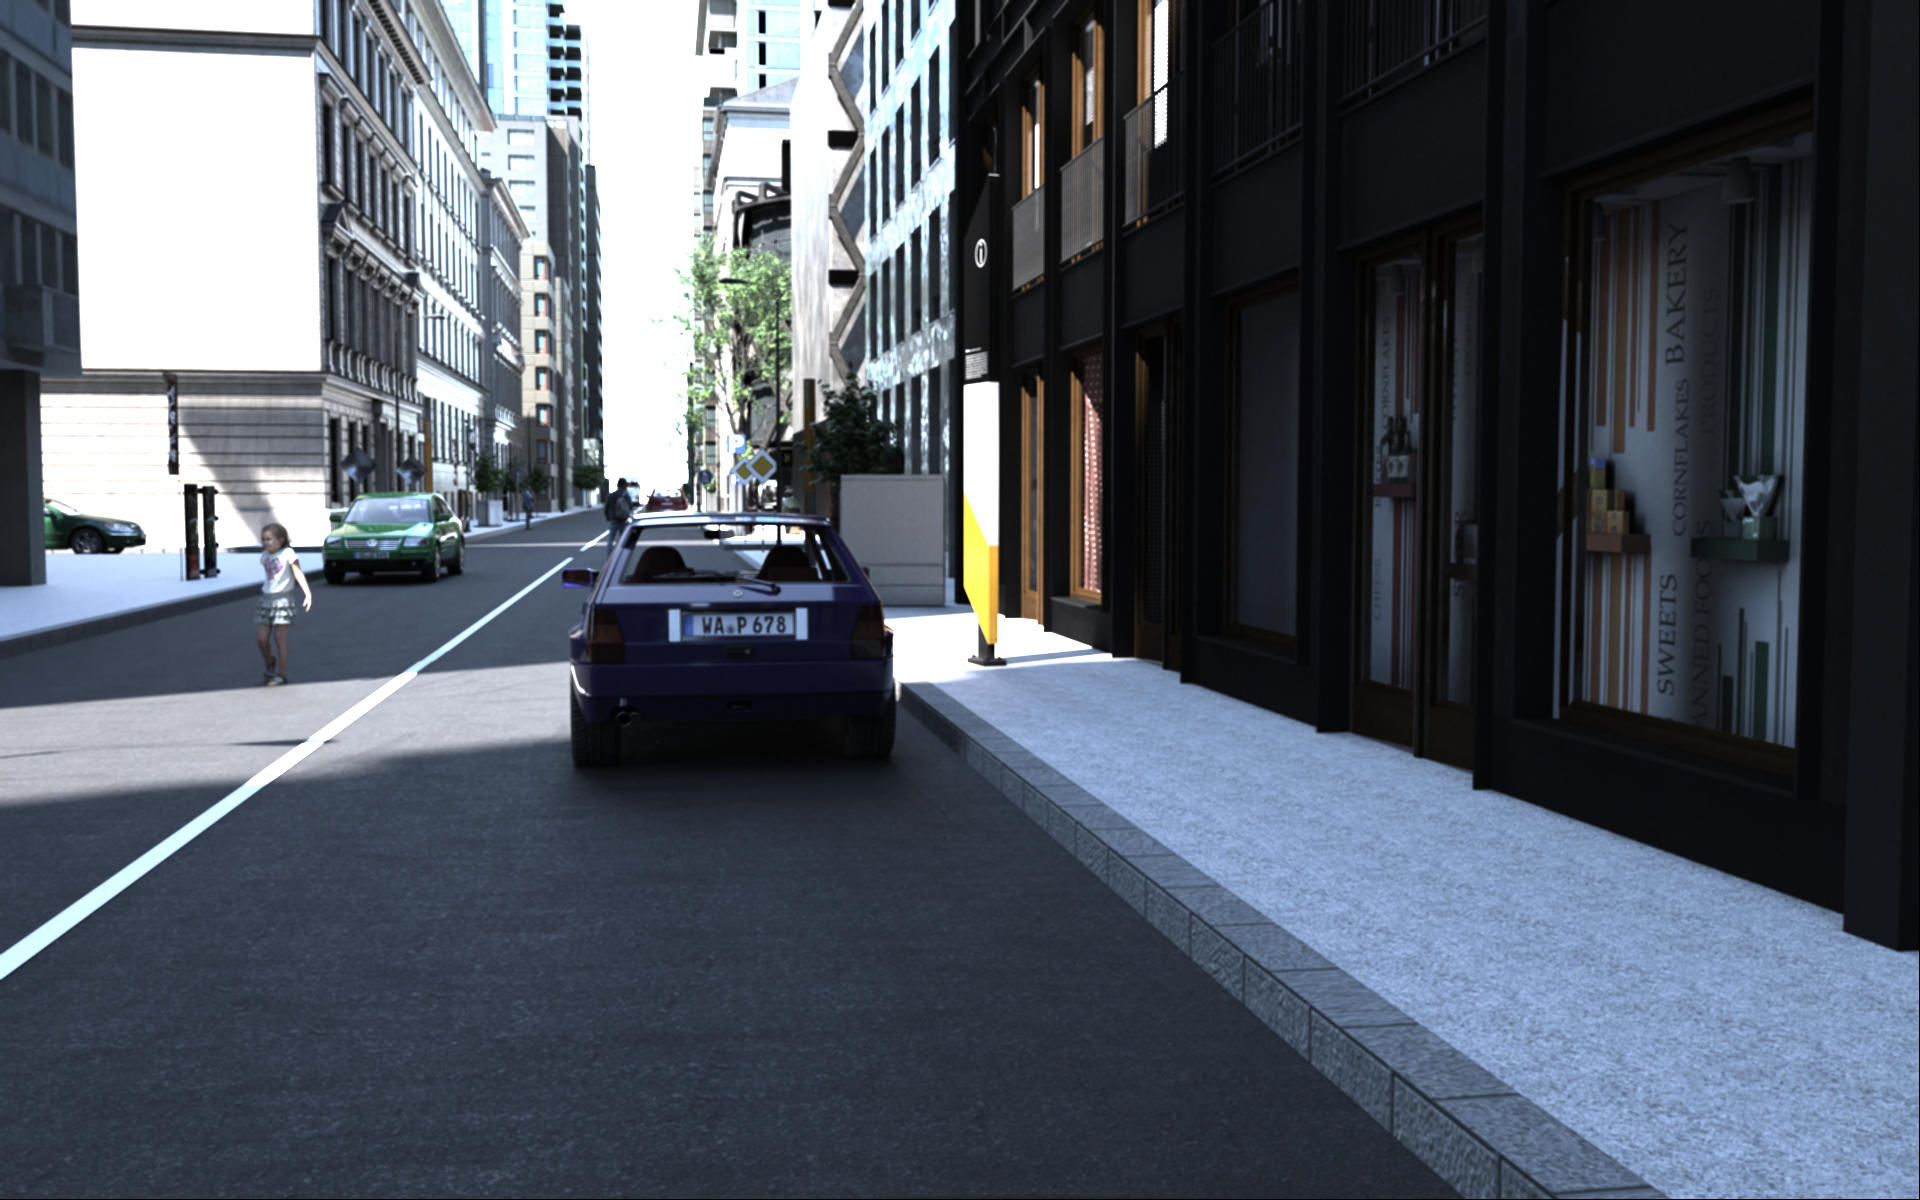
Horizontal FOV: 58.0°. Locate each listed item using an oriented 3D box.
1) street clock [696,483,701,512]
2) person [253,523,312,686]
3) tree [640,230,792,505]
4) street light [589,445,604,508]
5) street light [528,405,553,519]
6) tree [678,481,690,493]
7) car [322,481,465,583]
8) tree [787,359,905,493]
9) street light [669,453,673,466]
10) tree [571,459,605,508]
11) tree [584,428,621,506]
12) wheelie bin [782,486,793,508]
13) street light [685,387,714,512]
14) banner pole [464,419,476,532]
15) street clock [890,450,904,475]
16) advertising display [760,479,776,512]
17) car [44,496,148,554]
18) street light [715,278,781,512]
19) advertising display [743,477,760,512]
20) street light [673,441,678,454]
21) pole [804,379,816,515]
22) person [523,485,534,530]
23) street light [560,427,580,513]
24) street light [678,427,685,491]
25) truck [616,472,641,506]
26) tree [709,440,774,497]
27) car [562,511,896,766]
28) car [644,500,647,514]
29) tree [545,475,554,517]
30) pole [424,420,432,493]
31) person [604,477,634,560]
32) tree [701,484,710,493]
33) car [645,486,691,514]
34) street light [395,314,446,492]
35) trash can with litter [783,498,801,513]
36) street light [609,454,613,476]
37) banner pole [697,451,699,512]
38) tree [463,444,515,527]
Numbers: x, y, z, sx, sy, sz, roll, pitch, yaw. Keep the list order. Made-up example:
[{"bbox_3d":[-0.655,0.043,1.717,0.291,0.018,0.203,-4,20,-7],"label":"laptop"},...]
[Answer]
[{"bbox_3d":[-16.928,-6.568,111.960,0.358,2.002,0.471,0,4,-3],"label":"street clock"},{"bbox_3d":[-5.095,0.026,13.093,0.505,1.210,0.382,1,4,12],"label":"person"},{"bbox_3d":[-8.781,-8.751,68.840,9.928,11.665,9.643,0,3,0],"label":"tree"},{"bbox_3d":[-34.710,-11.761,164.831,1.470,5.913,1.316,-1,4,-10],"label":"street light"},{"bbox_3d":[-21.812,-7.183,89.981,1.470,5.913,1.316,-1,4,-10],"label":"street light"},{"bbox_3d":[-35.270,-13.844,220.951,1.663,3.219,1.824,0,3,0],"label":"tree"},{"bbox_3d":[-9.566,-1.262,29.425,1.959,1.807,4.718,-1,4,-8],"label":"car"},{"bbox_3d":[-1.665,-1.851,24.873,1.663,3.219,1.824,0,3,0],"label":"tree"},{"bbox_3d":[-31.639,-13.597,194.851,1.470,5.913,1.316,-1,4,-10],"label":"street light"},{"bbox_3d":[-34.573,-10.832,160.814,4.285,4.588,4.351,0,3,0],"label":"tree"},{"bbox_3d":[-40.044,-14.861,193.344,4.360,8.622,3.978,0,3,0],"label":"tree"},{"bbox_3d":[-6.700,-3.771,69.565,0.980,1.594,0.693,1,4,16],"label":"wheelie bin"},{"bbox_3d":[-11.006,-6.270,75.048,1.470,5.913,1.316,-1,4,-10],"label":"street light"},{"bbox_3d":[-16.500,-4.183,58.411,0.401,3.779,0.863,1,4,10],"label":"banner pole"},{"bbox_3d":[-1.065,-1.365,26.882,0.358,2.002,0.471,2,4,25],"label":"street clock"},{"bbox_3d":[-8.318,-4.279,75.178,0.974,1.923,0.123,-1,4,-21],"label":"advertising display"},{"bbox_3d":[-21.330,-1.713,39.800,4.920,1.459,2.131,-1,4,-9],"label":"car"},{"bbox_3d":[-4.478,-3.972,37.478,1.470,5.913,1.316,-1,4,-10],"label":"street light"},{"bbox_3d":[-6.503,-2.957,53.556,0.123,1.923,0.974,1,4,14],"label":"advertising display"},{"bbox_3d":[-23.949,-10.900,150.753,1.470,5.913,1.316,-1,4,-10],"label":"street light"},{"bbox_3d":[-2.662,-2.256,30.721,0.158,3.312,0.155,0,3,0],"label":"pole"},{"bbox_3d":[-17.453,-3.749,69.983,0.419,1.800,0.721,0,3,0],"label":"person"},{"bbox_3d":[-27.051,-9.027,120.127,1.470,5.913,1.316,-1,4,-10],"label":"street light"},{"bbox_3d":[-18.435,-8.969,119.191,1.470,5.913,1.316,-1,4,-10],"label":"street light"},{"bbox_3d":[-40.846,-13.707,213.861,2.967,4.110,18.799,-1,4,-10],"label":"truck"},{"bbox_3d":[-7.588,-4.101,61.652,1.663,3.219,1.824,0,3,0],"label":"tree"},{"bbox_3d":[-1.456,0.122,10.585,1.945,1.354,3.894,-1,4,-10],"label":"car"},{"bbox_3d":[-18.970,-6.104,109.594,2.009,1.686,4.222,-1,4,-9],"label":"car"},{"bbox_3d":[-23.054,-6.136,94.929,1.663,3.219,1.824,0,3,0],"label":"tree"},{"bbox_3d":[-14.663,-3.299,47.786,0.158,3.312,0.155,0,3,0],"label":"pole"},{"bbox_3d":[-7.170,-1.685,36.397,0.623,1.781,0.721,-1,4,-8],"label":"person"},{"bbox_3d":[-17.541,-7.771,121.654,1.663,3.219,1.824,0,3,0],"label":"tree"},{"bbox_3d":[-14.526,-4.741,86.182,2.281,1.827,5.304,-1,4,-9],"label":"car"},{"bbox_3d":[-13.996,-4.422,44.845,1.470,5.913,1.316,-1,4,-10],"label":"street light"},{"bbox_3d":[-5.194,-2.636,54.493,0.624,1.170,1.055,-1,4,-21],"label":"trash can with litter"},{"bbox_3d":[-41.050,-14.003,201.490,1.470,5.913,1.316,-1,4,-10],"label":"street light"},{"bbox_3d":[-15.374,-6.828,101.654,0.401,3.779,0.863,-1,4,-11],"label":"banner pole"},{"bbox_3d":[-18.385,-4.445,67.278,1.663,3.219,1.824,0,3,0],"label":"tree"}]
